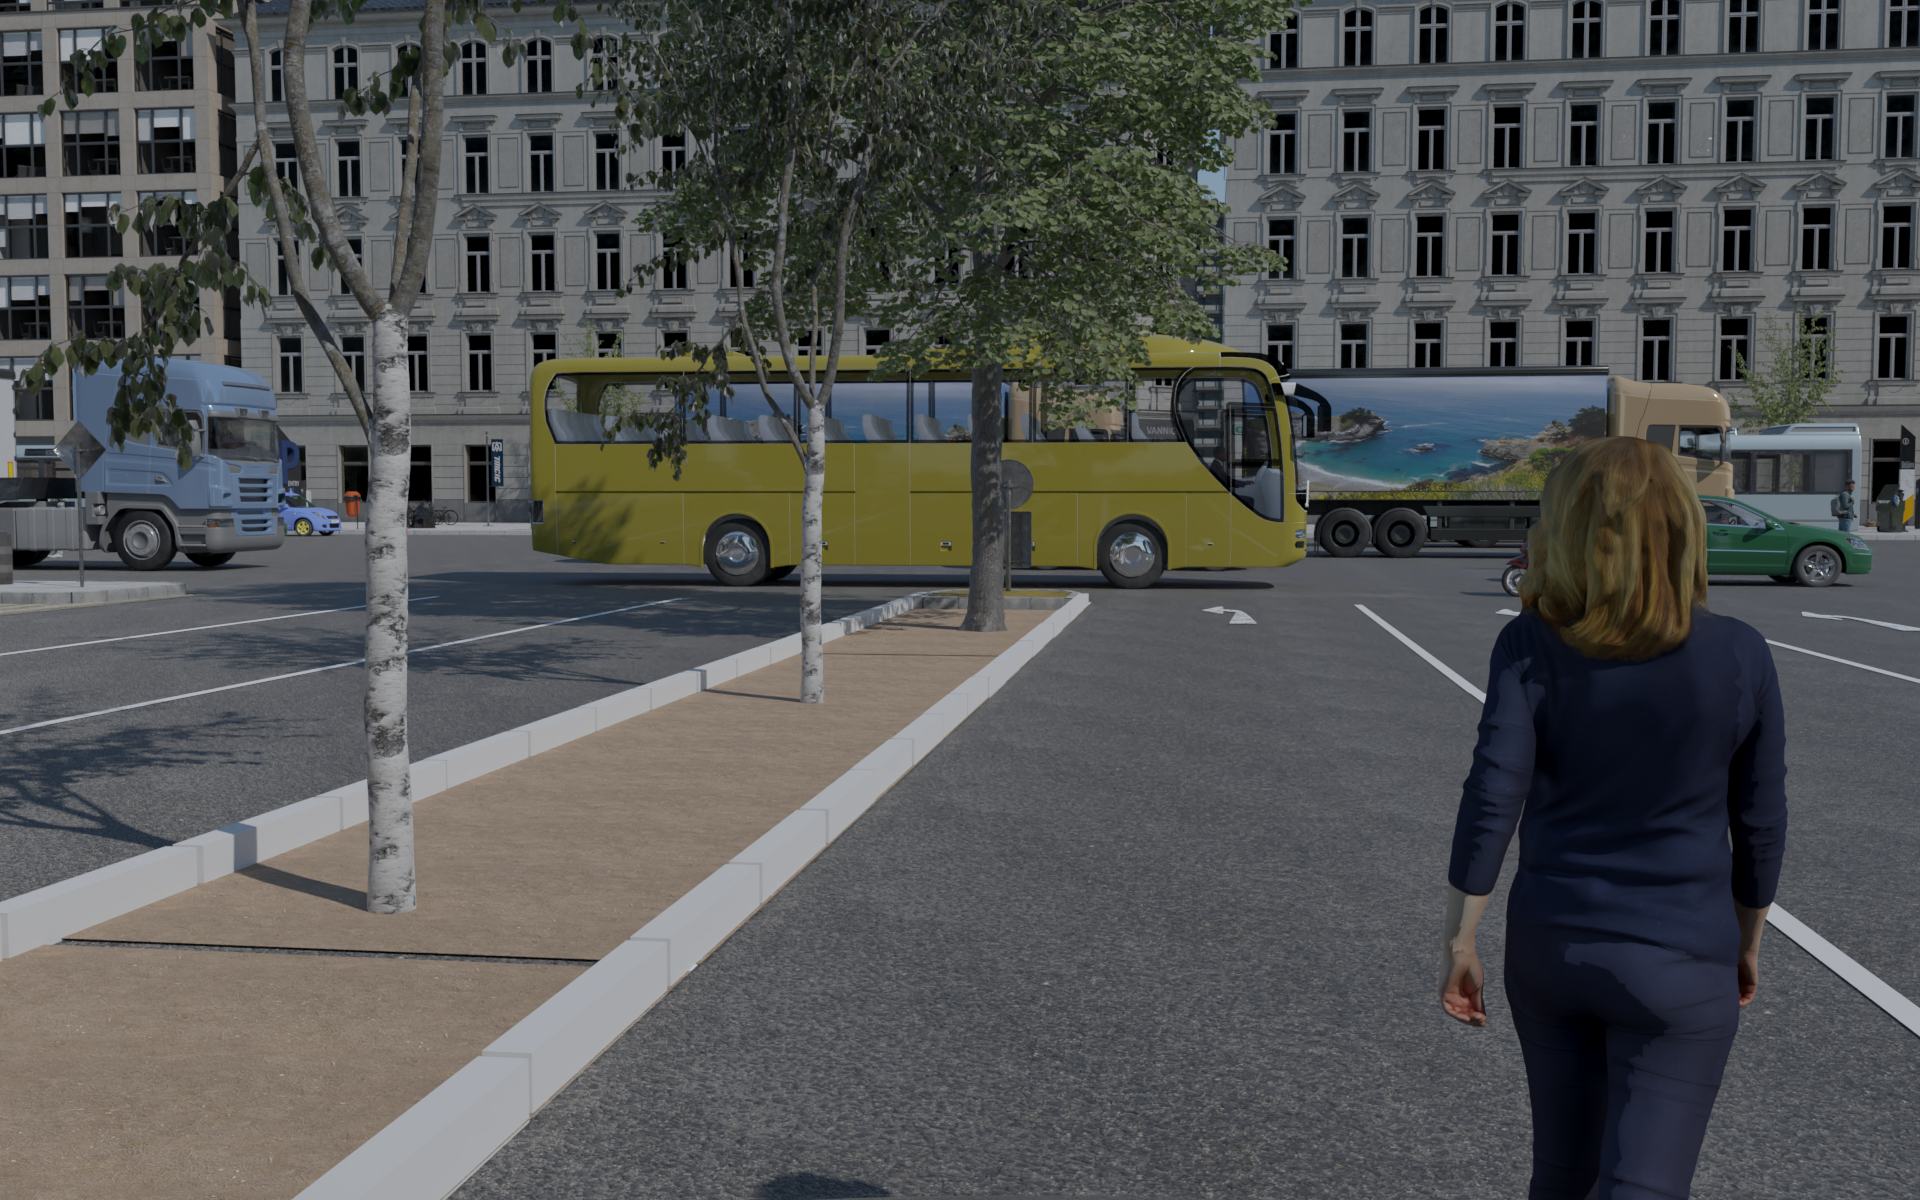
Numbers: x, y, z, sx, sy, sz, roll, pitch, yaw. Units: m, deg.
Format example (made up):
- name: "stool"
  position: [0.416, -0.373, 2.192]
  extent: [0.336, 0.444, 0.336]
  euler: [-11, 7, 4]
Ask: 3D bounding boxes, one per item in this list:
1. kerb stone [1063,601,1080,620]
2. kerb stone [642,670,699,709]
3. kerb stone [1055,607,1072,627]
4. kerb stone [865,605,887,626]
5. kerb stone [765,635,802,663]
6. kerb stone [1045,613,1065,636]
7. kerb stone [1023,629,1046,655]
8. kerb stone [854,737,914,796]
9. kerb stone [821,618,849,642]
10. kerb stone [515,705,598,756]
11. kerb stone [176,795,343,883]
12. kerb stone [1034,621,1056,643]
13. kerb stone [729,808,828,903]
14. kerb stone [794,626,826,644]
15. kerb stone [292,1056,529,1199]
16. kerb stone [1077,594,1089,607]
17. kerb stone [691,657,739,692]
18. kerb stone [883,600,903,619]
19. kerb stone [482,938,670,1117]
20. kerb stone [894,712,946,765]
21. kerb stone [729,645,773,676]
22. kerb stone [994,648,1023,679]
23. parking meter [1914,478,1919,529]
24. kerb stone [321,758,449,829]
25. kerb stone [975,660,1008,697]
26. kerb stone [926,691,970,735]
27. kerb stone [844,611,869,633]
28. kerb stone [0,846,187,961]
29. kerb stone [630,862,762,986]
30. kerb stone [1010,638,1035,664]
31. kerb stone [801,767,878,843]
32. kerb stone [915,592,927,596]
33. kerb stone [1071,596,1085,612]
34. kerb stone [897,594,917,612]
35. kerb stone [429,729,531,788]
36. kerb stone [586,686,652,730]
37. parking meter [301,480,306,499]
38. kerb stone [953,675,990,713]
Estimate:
- name: "kerb stone"
  position: [1.243, 0.147, 19.789]
  extent: [0.120, 0.150, 1.000]
  euler: [1, 4, 8]
- name: "kerb stone"
  position: [-2.021, 0.628, 11.933]
  extent: [0.120, 0.150, 1.000]
  euler: [1, 4, 8]
- name: "kerb stone"
  position: [1.087, 0.209, 18.773]
  extent: [0.120, 0.150, 1.000]
  euler: [1, 4, 8]
- name: "kerb stone"
  position: [-0.986, 0.192, 19.072]
  extent: [0.120, 0.150, 1.000]
  euler: [1, 4, 8]
- name: "kerb stone"
  position: [-1.566, 0.440, 14.994]
  extent: [0.120, 0.150, 1.000]
  euler: [1, 4, 8]
- name: "kerb stone"
  position: [0.949, 0.272, 17.754]
  extent: [0.120, 0.150, 1.000]
  euler: [1, 4, 8]
- name: "kerb stone"
  position: [0.651, 0.398, 15.710]
  extent: [0.120, 0.150, 1.000]
  euler: [1, 4, 8]
- name: "kerb stone"
  position: [-0.382, 0.835, 8.587]
  extent: [0.120, 0.150, 1.000]
  euler: [1, 4, 8]
- name: "kerb stone"
  position: [-1.281, 0.316, 17.031]
  extent: [0.120, 0.150, 1.000]
  euler: [1, 4, 8]
- name: "kerb stone"
  position: [-2.315, 0.753, 9.887]
  extent: [0.120, 0.150, 1.000]
  euler: [1, 4, 8]
- name: "kerb stone"
  position: [-2.750, 0.940, 6.827]
  extent: [0.120, 0.150, 1.000]
  euler: [1, 4, 8]
- name: "kerb stone"
  position: [0.794, 0.336, 16.730]
  extent: [0.120, 0.150, 1.000]
  euler: [1, 4, 8]
- name: "kerb stone"
  position: [-0.676, 0.958, 6.530]
  extent: [0.120, 0.150, 1.000]
  euler: [1, 4, 8]
- name: "kerb stone"
  position: [-1.428, 0.379, 16.013]
  extent: [0.120, 0.150, 1.000]
  euler: [1, 4, 8]
- name: "kerb stone"
  position: [-1.113, 1.148, 3.461]
  extent: [0.120, 0.150, 1.000]
  euler: [1, 4, 8]
- name: "kerb stone"
  position: [1.525, 0.022, 21.829]
  extent: [0.120, 0.150, 1.000]
  euler: [1, 4, 8]
- name: "kerb stone"
  position: [-1.866, 0.566, 12.950]
  extent: [0.120, 0.150, 1.000]
  euler: [1, 4, 8]
- name: "kerb stone"
  position: [-0.842, 0.131, 20.090]
  extent: [0.120, 0.150, 1.000]
  euler: [1, 4, 8]
- name: "kerb stone"
  position: [-0.970, 1.084, 4.479]
  extent: [0.120, 0.150, 1.000]
  euler: [1, 4, 8]
- name: "kerb stone"
  position: [-0.228, 0.772, 9.603]
  extent: [0.120, 0.150, 1.000]
  euler: [1, 4, 8]
- name: "kerb stone"
  position: [-1.717, 0.503, 13.976]
  extent: [0.120, 0.150, 1.000]
  euler: [1, 4, 8]
- name: "kerb stone"
  position: [0.361, 0.521, 13.676]
  extent: [0.120, 0.150, 1.000]
  euler: [1, 4, 8]
- name: "parking meter"
  position: [35.274, -3.541, 63.601]
  extent: [0.255, 1.863, 0.399]
  euler: [0, 4, 8]
- name: "kerb stone"
  position: [-2.603, 0.878, 7.845]
  extent: [0.120, 0.150, 1.000]
  euler: [1, 4, 8]
- name: "kerb stone"
  position: [0.217, 0.583, 12.658]
  extent: [0.120, 0.150, 1.000]
  euler: [1, 4, 8]
- name: "kerb stone"
  position: [-0.084, 0.708, 10.621]
  extent: [0.120, 0.150, 1.000]
  euler: [1, 4, 8]
- name: "kerb stone"
  position: [-1.134, 0.254, 18.053]
  extent: [0.120, 0.150, 1.000]
  euler: [1, 4, 8]
- name: "kerb stone"
  position: [-2.903, 1.002, 5.807]
  extent: [0.120, 0.150, 1.000]
  euler: [1, 4, 8]
- name: "kerb stone"
  position: [-0.824, 1.021, 5.505]
  extent: [0.120, 0.150, 1.000]
  euler: [1, 4, 8]
- name: "kerb stone"
  position: [0.503, 0.465, 14.694]
  extent: [0.120, 0.150, 1.000]
  euler: [1, 4, 8]
- name: "kerb stone"
  position: [-0.523, 0.895, 7.559]
  extent: [0.120, 0.150, 1.000]
  euler: [1, 4, 8]
- name: "kerb stone"
  position: [-0.556, 0.004, 22.135]
  extent: [0.120, 0.150, 1.000]
  euler: [1, 4, 8]
- name: "kerb stone"
  position: [1.381, 0.086, 20.807]
  extent: [0.120, 0.150, 1.000]
  euler: [1, 4, 8]
- name: "kerb stone"
  position: [-0.694, 0.066, 21.116]
  extent: [0.120, 0.150, 1.000]
  euler: [1, 4, 8]
- name: "kerb stone"
  position: [-2.463, 0.815, 8.863]
  extent: [0.120, 0.150, 1.000]
  euler: [1, 4, 8]
- name: "kerb stone"
  position: [-2.171, 0.690, 10.908]
  extent: [0.120, 0.150, 1.000]
  euler: [1, 4, 8]
- name: "parking meter"
  position: [-27.216, -4.027, 71.547]
  extent: [0.399, 1.863, 0.255]
  euler: [-1, 4, -13]
- name: "kerb stone"
  position: [0.063, 0.646, 11.641]
  extent: [0.120, 0.150, 1.000]
  euler: [1, 4, 8]
